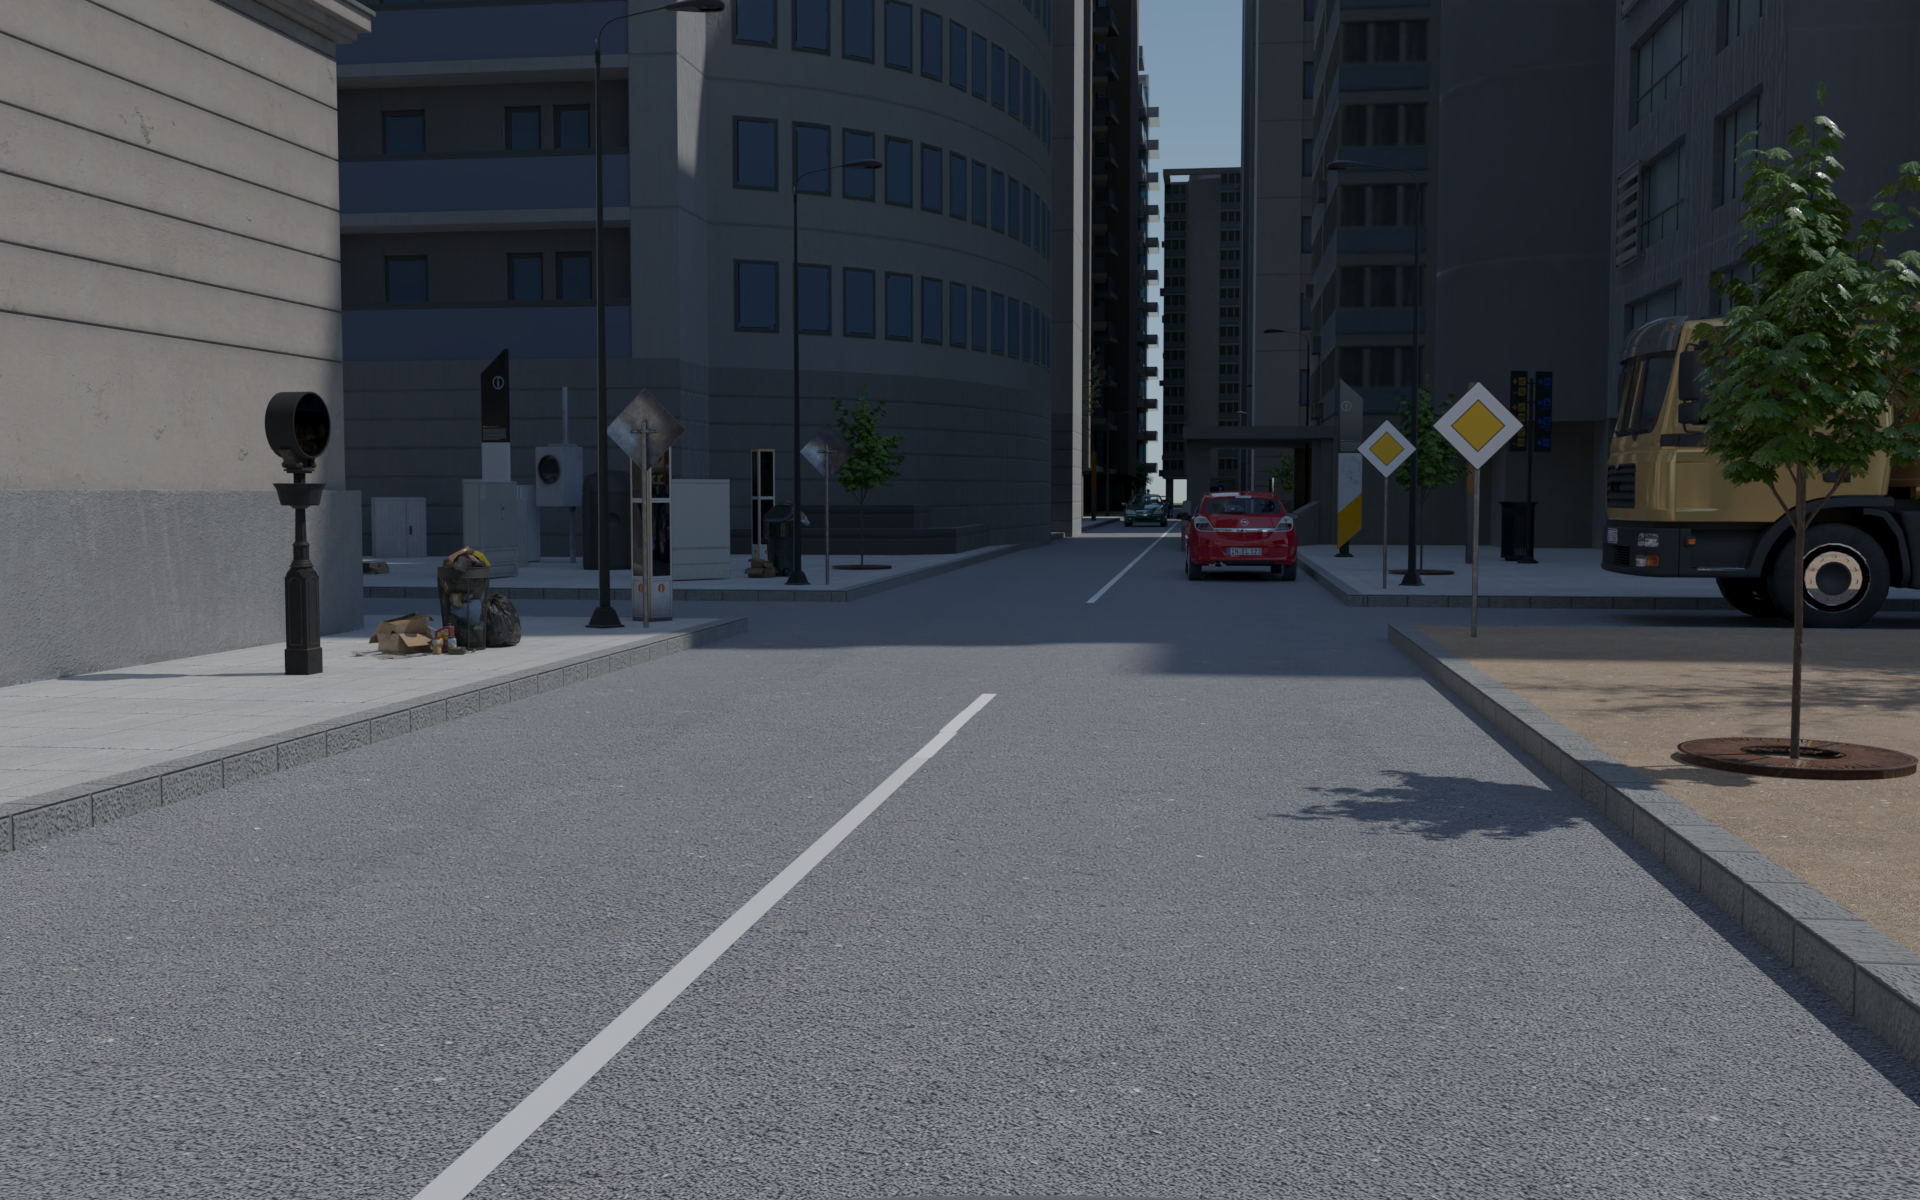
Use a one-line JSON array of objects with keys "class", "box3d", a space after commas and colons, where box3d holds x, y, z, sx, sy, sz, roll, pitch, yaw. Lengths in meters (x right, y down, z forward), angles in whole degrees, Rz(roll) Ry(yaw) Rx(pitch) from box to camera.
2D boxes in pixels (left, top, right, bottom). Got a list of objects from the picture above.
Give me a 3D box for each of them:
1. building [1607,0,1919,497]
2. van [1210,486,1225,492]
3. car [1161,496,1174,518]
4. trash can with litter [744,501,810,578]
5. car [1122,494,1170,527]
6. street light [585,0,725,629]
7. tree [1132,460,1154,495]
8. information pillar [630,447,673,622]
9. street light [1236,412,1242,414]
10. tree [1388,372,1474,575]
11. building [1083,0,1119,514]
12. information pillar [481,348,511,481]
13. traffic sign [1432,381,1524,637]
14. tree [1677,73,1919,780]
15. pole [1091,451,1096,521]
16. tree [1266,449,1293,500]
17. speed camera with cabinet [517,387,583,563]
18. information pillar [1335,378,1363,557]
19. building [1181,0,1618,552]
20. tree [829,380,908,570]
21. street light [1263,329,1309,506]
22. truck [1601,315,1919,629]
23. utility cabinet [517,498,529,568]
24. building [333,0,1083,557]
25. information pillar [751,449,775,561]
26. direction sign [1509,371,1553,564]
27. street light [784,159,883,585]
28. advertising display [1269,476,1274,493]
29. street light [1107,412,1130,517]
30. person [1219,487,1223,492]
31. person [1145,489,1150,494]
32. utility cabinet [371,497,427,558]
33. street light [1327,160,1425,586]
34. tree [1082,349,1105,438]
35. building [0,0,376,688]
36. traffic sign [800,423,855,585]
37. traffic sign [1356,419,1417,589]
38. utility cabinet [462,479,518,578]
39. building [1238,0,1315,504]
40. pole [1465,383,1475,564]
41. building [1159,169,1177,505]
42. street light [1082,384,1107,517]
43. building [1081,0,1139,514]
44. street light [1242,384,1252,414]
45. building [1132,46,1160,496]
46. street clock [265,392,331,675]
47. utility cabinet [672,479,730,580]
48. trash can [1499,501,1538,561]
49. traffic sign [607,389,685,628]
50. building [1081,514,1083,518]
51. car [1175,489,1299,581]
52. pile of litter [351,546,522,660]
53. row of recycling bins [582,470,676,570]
[{"class": "building", "box3d": [19.295, -21.018, 27.231, 14.086, 41.232, 14.154, 1, 4, 8]}, {"class": "van", "box3d": [18.487, -7.517, 127.294, 2.240, 2.365, 5.245, 0, 4, 6]}, {"class": "car", "box3d": [11.900, -5.605, 104.215, 1.945, 1.354, 3.894, 1, 4, 10]}, {"class": "trash can with litter", "box3d": [-2.839, -0.939, 26.747, 0.624, 1.170, 1.055, 2, 4, 28]}, {"class": "car", "box3d": [8.300, -4.001, 77.216, 2.131, 1.459, 4.920, 0, 4, 8]}, {"class": "street light", "box3d": [-2.888, -2.684, 16.429, 1.470, 5.913, 1.316, 1, 4, 8]}, {"class": "tree", "box3d": [14.810, -10.068, 148.327, 4.285, 4.588, 4.351, 0, 3, 0]}, {"class": "information pillar", "box3d": [-3.116, -0.795, 17.488, 0.304, 2.012, 0.304, 3, 5, 40]}, {"class": "street light", "box3d": [16.252, -7.657, 97.730, 1.470, 5.913, 1.316, 1, 4, 8]}, {"class": "tree", "box3d": [7.404, -2.020, 27.625, 1.663, 3.219, 1.824, 0, 3, 0]}, {"class": "building", "box3d": [-1.047, -28.110, 114.226, 22.147, 44.769, 28.867, 1, 4, 8]}, {"class": "information pillar", "box3d": [-7.459, -2.235, 27.900, 0.504, 3.616, 0.183, 1, 4, 17]}, {"class": "traffic sign", "box3d": [4.602, -0.722, 15.452, 0.795, 2.450, 0.064, 1, 4, 8]}, {"class": "tree", "box3d": [3.898, -0.824, 8.071, 1.663, 3.219, 1.824, 0, 3, 0]}, {"class": "pole", "box3d": [6.407, -5.447, 82.901, 0.158, 3.312, 0.155, 0, 3, 0]}, {"class": "tree", "box3d": [12.709, -4.359, 65.870, 1.663, 3.219, 1.824, 0, 3, 0]}, {"class": "speed camera with cabinet", "box3d": [-7.982, -2.318, 32.230, 2.038, 3.252, 0.660, 2, 4, 29]}, {"class": "information pillar", "box3d": [7.896, -2.677, 35.125, 0.504, 3.616, 0.183, 0, 4, -1]}, {"class": "building", "box3d": [22.409, -21.674, 46.251, 32.217, 40.220, 23.993, 1, 4, 8]}, {"class": "tree", "box3d": [-1.623, -2.137, 29.534, 1.663, 3.219, 1.824, 0, 3, 0]}, {"class": "street light", "box3d": [9.220, -4.660, 48.736, 1.470, 5.913, 1.316, 1, 4, 8]}, {"class": "truck", "box3d": [11.320, -1.392, 18.685, 9.791, 3.379, 3.469, 1, 4, 10]}, {"class": "utility cabinet", "box3d": [-7.949, -1.191, 30.629, 0.306, 1.237, 1.020, -2, 4, -35]}, {"class": "building", "box3d": [-8.055, -30.920, 47.533, 21.231, 58.520, 28.212, 1, 4, 8]}, {"class": "information pillar", "box3d": [-3.232, -1.466, 28.458, 0.304, 2.012, 0.304, -2, 4, -31]}, {"class": "direction sign", "box3d": [10.518, -2.445, 31.970, 0.876, 3.537, 0.379, -1, 4, -16]}, {"class": "street light", "box3d": [-1.767, -3.164, 24.268, 1.470, 5.913, 1.316, 1, 4, 8]}, {"class": "advertising display", "box3d": [11.429, -3.568, 63.558, 0.123, 1.923, 0.974, 1, 4, 15]}, {"class": "street light", "box3d": [8.911, -7.675, 98.030, 1.470, 5.913, 1.316, 1, 4, 8]}, {"class": "person", "box3d": [13.710, -5.067, 91.446, 0.694, 1.812, 0.767, 2, 4, 26]}, {"class": "person", "box3d": [10.964, -5.554, 100.094, 0.721, 1.735, 1.217, 0, 4, -1]}, {"class": "utility cabinet", "box3d": [-11.293, -1.451, 34.880, 1.020, 1.237, 0.306, -2, 4, -31]}, {"class": "street light", "box3d": [5.809, -3.161, 24.223, 1.470, 5.913, 1.316, 1, 4, 8]}, {"class": "tree", "box3d": [3.615, -7.307, 69.838, 4.737, 8.622, 4.395, 0, 3, 0]}, {"class": "building", "box3d": [-17.536, -13.674, 10.965, 23.554, 28.519, 14.401, 1, 4, 8]}, {"class": "traffic sign", "box3d": [-1.876, -1.274, 24.467, 0.795, 2.450, 0.064, 1, 4, 8]}, {"class": "traffic sign", "box3d": [5.738, -1.206, 23.356, 0.795, 2.450, 0.064, 1, 4, 8]}, {"class": "utility cabinet", "box3d": [-7.120, -1.079, 26.327, 0.318, 1.500, 1.173, 1, 4, 12]}, {"class": "building", "box3d": [36.001, -37.594, 156.661, 21.231, 58.520, 28.212, 1, 4, 8]}, {"class": "pole", "box3d": [9.404, -2.322, 31.802, 0.158, 3.312, 0.155, 0, 3, 0]}, {"class": "building", "box3d": [34.651, -30.755, 194.727, 23.993, 40.220, 32.217, 1, 4, 8]}, {"class": "street light", "box3d": [5.361, -6.177, 73.537, 1.470, 5.913, 1.316, 1, 4, 8]}, {"class": "building", "box3d": [6.615, -29.646, 134.826, 14.600, 45.320, 14.200, 1, 4, 8]}, {"class": "street light", "box3d": [12.786, -6.158, 73.226, 1.470, 5.913, 1.316, 1, 4, 8]}, {"class": "building", "box3d": [7.038, -35.164, 194.546, 30.456, 49.044, 23.786, 1, 4, 8]}, {"class": "street clock", "box3d": [-4.683, -0.473, 12.303, 0.358, 2.002, 0.471, 1, 4, 12]}, {"class": "utility cabinet", "box3d": [-4.000, -1.044, 25.755, 1.173, 1.500, 0.318, -3, 5, -41]}, {"class": "trash can", "box3d": [10.670, -1.314, 33.135, 0.748, 1.137, 0.748, 0, 3, 0]}, {"class": "traffic sign", "box3d": [-3.011, -0.790, 16.562, 0.795, 2.450, 0.064, 1, 4, 8]}, {"class": "building", "box3d": [-0.744, -26.732, 87.176, 14.600, 45.320, 14.200, 1, 4, 8]}, {"class": "car", "box3d": [4.829, -1.288, 30.091, 2.155, 1.783, 4.494, 0, 4, 6]}, {"class": "pile of litter", "box3d": [-4.323, -0.019, 14.277, 1.176, 0.858, 1.719, 2, 4, 34]}, {"class": "row of recycling bins", "box3d": [-5.862, -1.450, 30.819, 1.069, 1.692, 3.534, 0, 4, 8]}]
